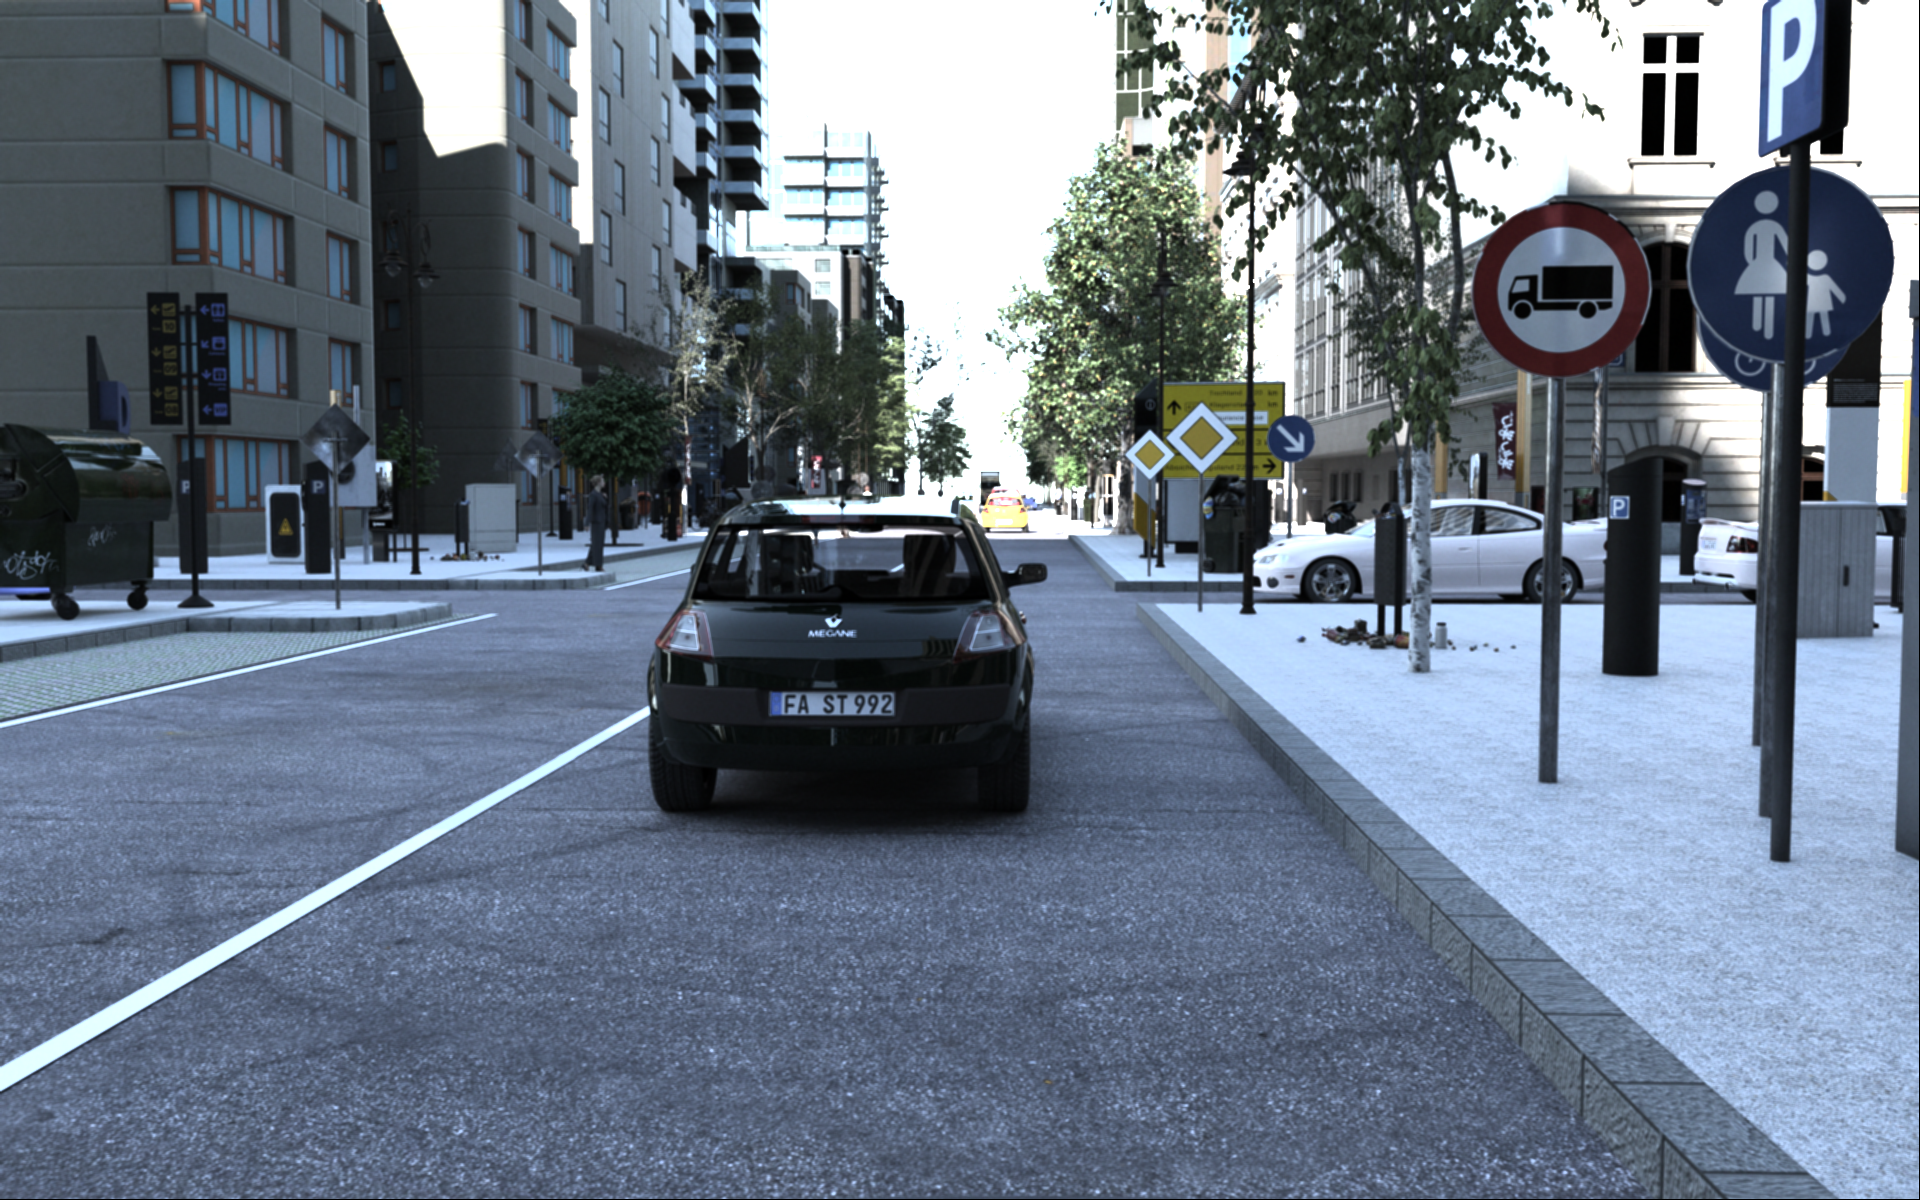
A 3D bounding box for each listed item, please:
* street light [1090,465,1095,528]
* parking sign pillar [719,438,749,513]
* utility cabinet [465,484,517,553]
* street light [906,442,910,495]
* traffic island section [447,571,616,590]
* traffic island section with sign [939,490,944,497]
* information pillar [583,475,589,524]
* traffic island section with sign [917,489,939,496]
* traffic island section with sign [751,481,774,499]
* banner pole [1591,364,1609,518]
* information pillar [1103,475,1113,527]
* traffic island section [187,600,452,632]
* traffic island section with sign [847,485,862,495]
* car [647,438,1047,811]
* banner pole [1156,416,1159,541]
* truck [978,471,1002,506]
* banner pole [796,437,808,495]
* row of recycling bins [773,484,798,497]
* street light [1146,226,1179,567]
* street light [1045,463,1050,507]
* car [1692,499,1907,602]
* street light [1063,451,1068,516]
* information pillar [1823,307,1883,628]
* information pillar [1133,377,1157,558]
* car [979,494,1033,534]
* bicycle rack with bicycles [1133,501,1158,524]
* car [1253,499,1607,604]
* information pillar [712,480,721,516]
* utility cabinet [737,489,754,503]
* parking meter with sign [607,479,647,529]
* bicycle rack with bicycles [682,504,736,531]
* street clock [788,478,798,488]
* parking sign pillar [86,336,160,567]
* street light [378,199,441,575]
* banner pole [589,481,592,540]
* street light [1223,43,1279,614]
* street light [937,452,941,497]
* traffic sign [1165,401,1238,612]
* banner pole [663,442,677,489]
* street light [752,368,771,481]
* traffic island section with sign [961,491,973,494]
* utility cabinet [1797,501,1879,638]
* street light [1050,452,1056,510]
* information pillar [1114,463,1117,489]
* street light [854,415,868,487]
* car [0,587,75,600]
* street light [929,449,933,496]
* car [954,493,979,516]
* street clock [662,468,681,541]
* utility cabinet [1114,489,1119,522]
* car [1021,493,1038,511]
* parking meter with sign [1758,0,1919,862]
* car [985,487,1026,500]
[{"bbox_3d":[5.008,-5.662,65.368,0.468,5.910,1.993,0,4,2],"label":"street light"},{"bbox_3d":[-10.197,-5.498,78.358,1.447,3.967,1.447,-3,5,-43],"label":"parking sign pillar"},{"bbox_3d":[-10.190,-1.770,37.622,0.318,1.500,1.173,2,4,32],"label":"utility cabinet"},{"bbox_3d":[-4.214,-10.207,139.673,0.468,5.910,1.993,0,4,2],"label":"street light"},{"bbox_3d":[-6.629,-0.305,27.263,2.009,0.180,2.903,0,4,2],"label":"traffic island section"},{"bbox_3d":[-1.655,-8.862,153.519,1.989,1.847,2.006,0,4,2],"label":"traffic island section with sign"},{"bbox_3d":[-13.452,-3.511,61.903,0.304,2.012,0.304,1,4,9],"label":"information pillar"},{"bbox_3d":[-2.753,-7.163,125.736,1.989,1.847,2.006,0,4,2],"label":"traffic island section with sign"},{"bbox_3d":[-5.724,-2.535,50.071,1.989,1.847,2.006,0,4,2],"label":"traffic island section with sign"},{"bbox_3d":[10.013,-2.269,27.108,0.401,3.779,0.863,3,4,37],"label":"banner pole"},{"bbox_3d":[5.764,-3.853,67.487,0.304,2.012,0.304,-2,4,-25],"label":"information pillar"},{"bbox_3d":[-6.944,0.183,19.284,2.009,0.180,2.903,0,4,2],"label":"traffic island section"},{"bbox_3d":[-4.674,-4.187,77.085,1.989,1.847,2.006,0,4,2],"label":"traffic island section with sign"},{"bbox_3d":[-0.518,0.035,9.222,2.009,1.686,4.222,0,4,0],"label":"car"},{"bbox_3d":[5.422,-3.518,47.536,0.401,3.779,0.863,-2,4,-26],"label":"banner pole"},{"bbox_3d":[3.646,-13.464,209.056,2.839,4.237,11.283,0,4,2],"label":"truck"},{"bbox_3d":[-6.924,-5.290,76.511,0.863,3.779,0.401,3,5,41],"label":"banner pole"},{"bbox_3d":[-7.233,-3.939,71.516,1.069,1.692,3.534,0,4,-2],"label":"row of recycling bins"},{"bbox_3d":[3.506,-3.509,30.161,0.468,5.910,1.993,0,4,2],"label":"street light"},{"bbox_3d":[9.286,-12.550,177.984,0.468,5.910,1.993,0,4,2],"label":"street light"},{"bbox_3d":[11.880,-0.585,21.927,4.827,1.381,2.083,0,4,4],"label":"car"},{"bbox_3d":[6.500,-8.256,107.772,0.468,5.910,1.993,0,4,2],"label":"street light"},{"bbox_3d":[8.540,-1.541,16.555,0.504,3.616,0.183,0,4,2],"label":"information pillar"},{"bbox_3d":[3.722,-2.652,34.712,0.504,3.616,0.183,-2,4,-24],"label":"information pillar"},{"bbox_3d":[1.702,-3.313,64.392,2.015,1.641,3.980,0,4,3],"label":"car"},{"bbox_3d":[8.848,-3.678,73.519,2.925,0.926,2.852,-3,4,-36],"label":"bicycle rack with bicycles"},{"bbox_3d":[6.186,-0.638,22.790,4.827,1.381,2.083,0,4,1],"label":"car"},{"bbox_3d":[-12.578,-5.196,89.439,0.304,2.012,0.304,3,5,39],"label":"information pillar"},{"bbox_3d":[-8.572,-3.668,68.651,1.173,1.500,0.318,0,4,-6],"label":"utility cabinet"},{"bbox_3d":[-12.284,-4.144,64.015,1.738,3.016,0.543,2,4,27],"label":"parking meter with sign"},{"bbox_3d":[-8.248,-2.871,60.322,2.925,0.926,2.852,-3,5,-44],"label":"bicycle rack with bicycles"},{"bbox_3d":[-7.689,-4.620,80.111,0.471,2.002,0.358,-2,4,-33],"label":"street clock"},{"bbox_3d":[-14.818,-2.553,30.219,1.447,3.967,1.447,-1,4,-15],"label":"parking sign pillar"},{"bbox_3d":[-8.704,-3.348,27.522,0.468,5.910,1.993,0,4,2],"label":"street light"},{"bbox_3d":[-10.258,-3.575,48.466,0.401,3.779,0.863,-2,4,-28],"label":"banner pole"},{"bbox_3d":[3.090,-2.790,18.407,0.468,5.910,1.993,0,4,2],"label":"street light"},{"bbox_3d":[-2.295,-13.125,187.386,0.468,5.910,1.993,0,4,2],"label":"street light"},{"bbox_3d":[2.616,-0.929,18.826,0.795,2.450,0.064,0,4,2],"label":"traffic sign"},{"bbox_3d":[-13.861,-5.697,83.164,0.863,3.779,0.401,1,4,15],"label":"banner pole"},{"bbox_3d":[-7.257,-5.552,63.556,0.468,5.910,1.993,0,4,2],"label":"street light"},{"bbox_3d":[1.561,-13.858,235.213,1.989,1.847,2.006,0,4,2],"label":"traffic island section with sign"},{"bbox_3d":[7.699,-0.268,15.552,1.020,1.237,0.306,-1,4,-13],"label":"utility cabinet"},{"bbox_3d":[7.863,-10.393,142.706,0.468,5.910,1.993,0,4,2],"label":"street light"},{"bbox_3d":[9.030,-6.762,101.921,0.183,3.616,0.504,-2,4,-33],"label":"information pillar"},{"bbox_3d":[-5.786,-7.744,99.401,0.468,5.910,1.993,0,4,2],"label":"street light"},{"bbox_3d":[-13.387,-0.773,22.234,3.694,1.707,1.945,0,4,3],"label":"car"},{"bbox_3d":[-2.946,-12.344,174.611,0.468,5.910,1.993,0,4,2],"label":"street light"},{"bbox_3d":[0.320,-6.508,115.991,1.945,1.707,3.694,0,4,2],"label":"car"},{"bbox_3d":[-7.874,-2.616,47.343,0.358,2.002,0.471,3,5,44],"label":"street clock"},{"bbox_3d":[7.451,-4.321,79.320,0.318,1.500,1.173,2,4,31],"label":"utility cabinet"},{"bbox_3d":[5.696,-8.481,148.254,1.945,1.707,3.694,0,4,1],"label":"car"},{"bbox_3d":[3.694,-0.590,5.911,1.738,3.016,0.543,0,4,4],"label":"parking meter with sign"},{"bbox_3d":[2.528,-5.313,95.536,2.281,1.827,5.304,0,4,1],"label":"car"}]
